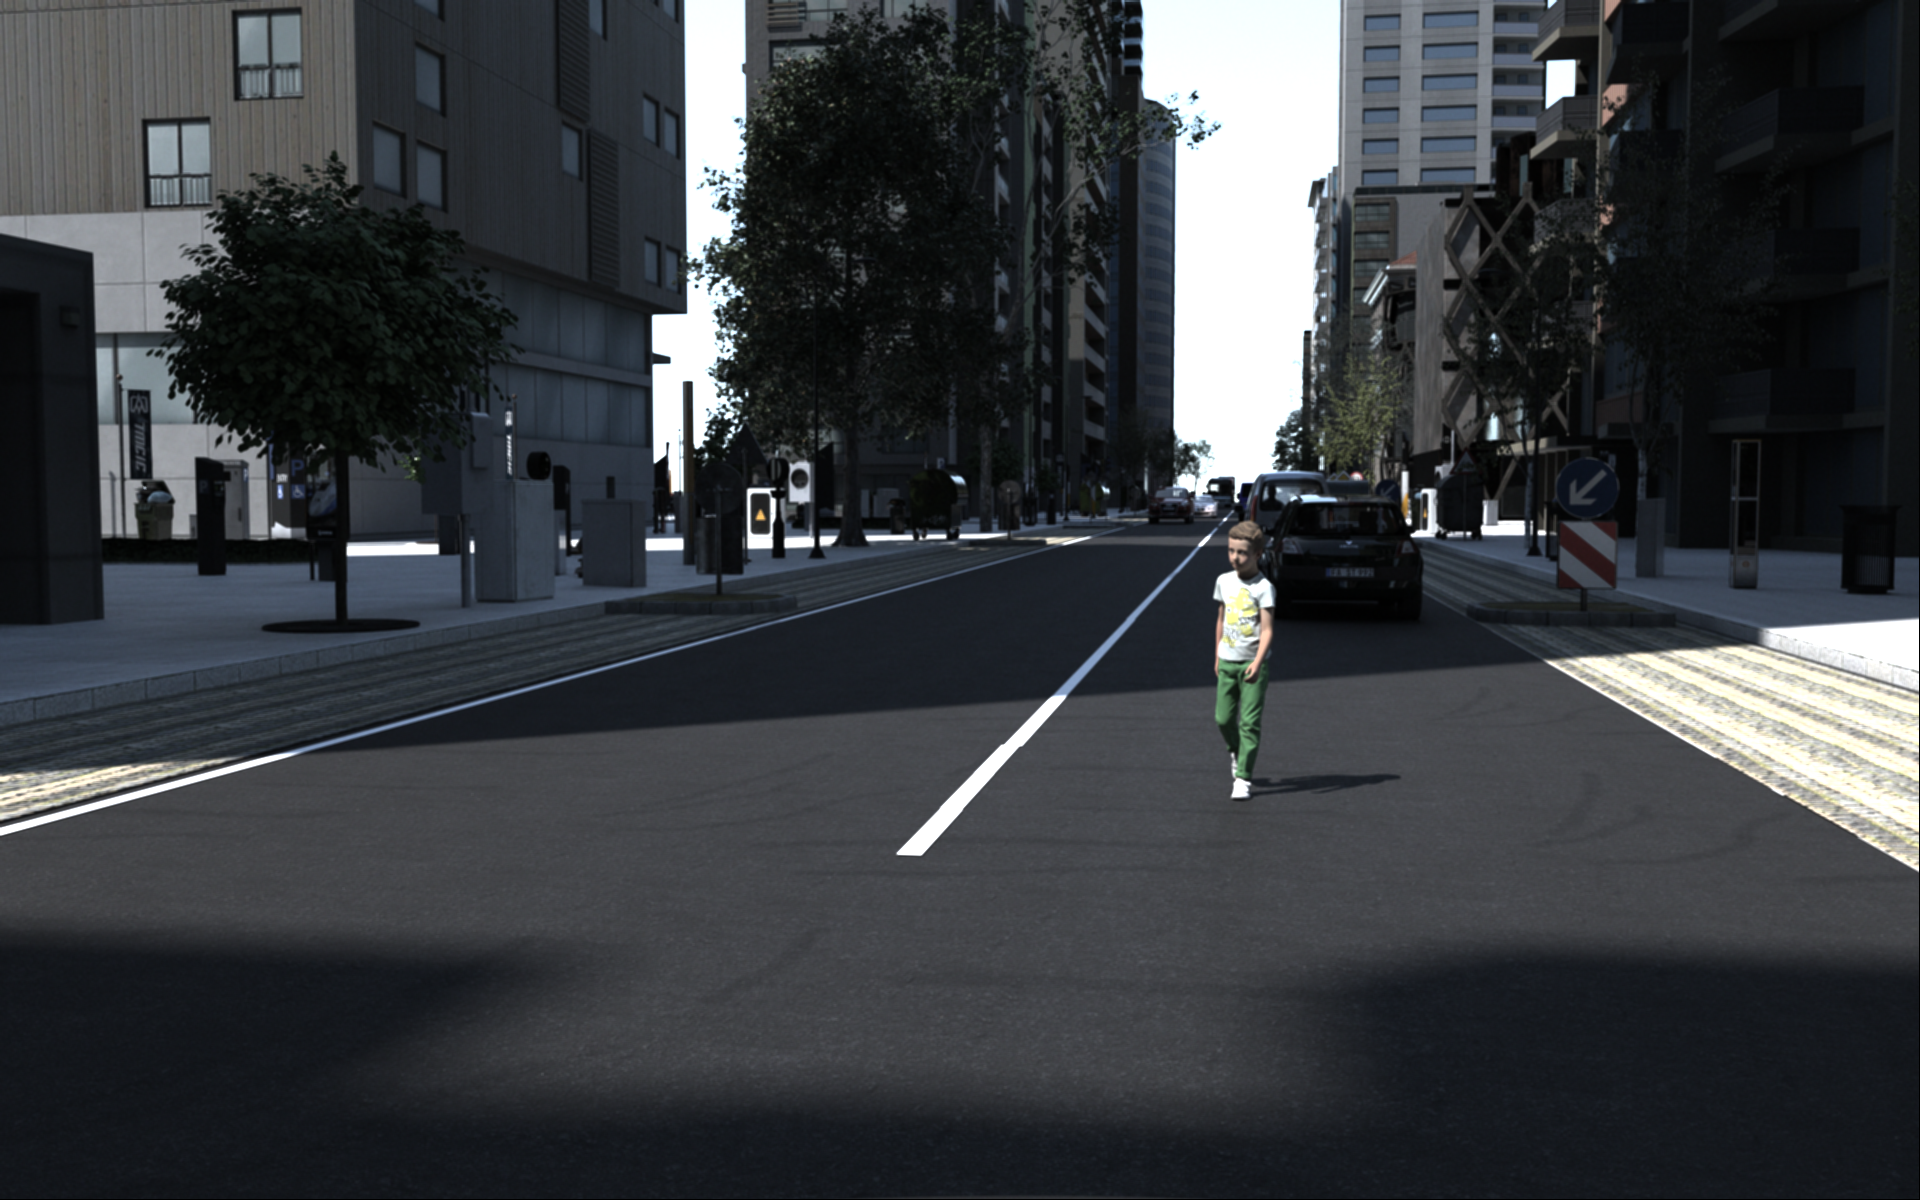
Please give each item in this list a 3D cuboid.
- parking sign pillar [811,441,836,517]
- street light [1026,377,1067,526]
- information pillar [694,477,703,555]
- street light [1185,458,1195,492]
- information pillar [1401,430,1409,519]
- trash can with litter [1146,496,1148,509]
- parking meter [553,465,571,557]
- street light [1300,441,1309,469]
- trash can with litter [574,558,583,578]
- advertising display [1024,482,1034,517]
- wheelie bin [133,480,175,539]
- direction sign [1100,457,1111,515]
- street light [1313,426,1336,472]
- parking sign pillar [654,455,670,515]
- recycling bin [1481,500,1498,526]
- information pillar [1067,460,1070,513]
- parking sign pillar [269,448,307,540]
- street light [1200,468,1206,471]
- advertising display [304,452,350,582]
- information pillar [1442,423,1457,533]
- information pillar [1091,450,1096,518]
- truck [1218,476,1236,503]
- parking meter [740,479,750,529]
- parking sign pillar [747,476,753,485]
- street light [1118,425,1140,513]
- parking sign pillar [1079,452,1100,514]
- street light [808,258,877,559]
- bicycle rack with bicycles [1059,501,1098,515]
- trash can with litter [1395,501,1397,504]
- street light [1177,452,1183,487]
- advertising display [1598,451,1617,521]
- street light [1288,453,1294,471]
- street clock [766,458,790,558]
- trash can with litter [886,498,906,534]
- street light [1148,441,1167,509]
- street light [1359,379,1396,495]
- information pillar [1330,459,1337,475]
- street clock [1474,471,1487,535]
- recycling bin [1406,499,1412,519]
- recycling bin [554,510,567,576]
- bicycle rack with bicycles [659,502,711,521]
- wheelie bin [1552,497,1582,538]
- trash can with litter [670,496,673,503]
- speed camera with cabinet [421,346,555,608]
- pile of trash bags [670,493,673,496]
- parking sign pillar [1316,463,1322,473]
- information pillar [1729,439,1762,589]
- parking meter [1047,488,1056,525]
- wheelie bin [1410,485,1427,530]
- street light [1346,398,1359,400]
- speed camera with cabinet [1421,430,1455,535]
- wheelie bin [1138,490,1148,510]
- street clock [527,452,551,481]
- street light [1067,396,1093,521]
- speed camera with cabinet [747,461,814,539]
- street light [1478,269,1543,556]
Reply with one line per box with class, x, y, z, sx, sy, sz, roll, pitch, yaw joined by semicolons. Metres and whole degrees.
parking sign pillar;-7.039;-6.092;88.070;1.447;3.967;1.447;0;4;8
street light;3.327;-5.886;68.776;1.470;5.913;1.316;1;4;9
information pillar;-5.654;-1.975;36.788;0.304;2.012;0.304;-2;4;-26
street light;31.552;-16.238;238.027;1.470;5.913;1.316;1;4;9
information pillar;16.260;-4.399;63.275;0.183;3.616;0.504;0;4;-6
trash can with litter;15.977;-8.392;148.602;0.624;1.170;1.055;0;4;-6
parking meter;-8.174;-1.826;35.568;0.255;1.863;0.399;0;4;7
street light;31.835;-11.381;158.616;1.470;5.913;1.316;1;4;9
trash can with litter;-5.496;-0.947;26.876;0.624;1.170;1.055;1;4;20
advertising display;3.843;-5.586;96.547;0.123;1.923;0.974;2;4;32
wheelie bin;-18.691;-1.976;40.209;0.980;1.594;0.693;1;4;18
direction sign;8.803;-6.911;104.993;0.379;3.537;0.876;-3;4;-39
street light;25.016;-8.897;118.002;1.470;5.913;1.316;1;4;9
parking sign pillar;-20.205;-7.836;116.594;1.447;3.967;1.447;1;4;18
recycling bin;21.031;-3.472;69.316;0.722;1.027;0.722;-2;4;-31
information pillar;7.290;-7.693;117.131;0.183;3.616;0.504;-1;4;-16
parking sign pillar;-16.548;-3.313;42.632;1.447;3.967;1.447;-3;5;-41
street light;37.514;-18.364;272.786;1.470;5.913;1.316;1;4;9
advertising display;-9.317;-1.241;25.505;0.974;1.923;0.123;3;4;38
information pillar;15.997;-3.997;56.701;0.504;3.616;0.183;0;4;6
information pillar;7.014;-6.110;91.261;0.183;3.616;0.504;-1;4;-17
truck;42.085;-17.401;273.411;2.839;4.237;11.283;1;4;11
parking meter;-7.828;-3.513;63.154;0.399;1.863;0.255;-1;4;-10
parking sign pillar;-14.138;-8.072;120.441;1.447;3.967;1.447;-1;4;-22
street light;11.374;-8.815;116.664;1.470;5.913;1.316;1;4;9
parking sign pillar;8.306;-7.454;110.338;1.447;3.967;1.447;1;4;9
street light;-2.316;-3.774;34.249;1.470;5.913;1.316;1;4;9
bicycle rack with bicycles;7.633;-5.776;107.815;2.925;0.926;2.852;0;4;-2
trash can with litter;23.281;-4.998;93.108;0.624;1.170;1.055;3;5;43
street light;23.641;-13.328;190.458;1.470;5.913;1.316;1;4;9
advertising display;9.833;-1.290;26.310;0.123;1.923;0.974;2;4;28
street light;37.747;-13.523;193.634;1.470;5.913;1.316;1;4;9
street clock;-3.636;-1.841;34.665;0.358;2.002;0.471;-3;5;-44
trash can with litter;-2.028;-2.688;55.343;0.624;1.170;1.055;0;4;1
street light;17.905;-11.221;156.006;1.470;5.913;1.316;1;4;9
street light;17.051;-5.977;70.259;1.470;5.913;1.316;1;4;9
information pillar;25.185;-7.680;116.923;0.504;3.616;0.183;3;5;44
street clock;15.983;-2.987;53.407;0.471;2.002;0.358;2;4;26
recycling bin;23.754;-4.773;90.591;0.722;1.027;0.722;2;4;28
recycling bin;-6.677;-0.915;27.518;0.722;1.027;0.722;0;4;-3
bicycle rack with bicycles;-12.993;-4.331;84.193;2.925;0.926;2.852;3;5;44
wheelie bin;14.407;-2.007;40.726;0.980;1.594;0.693;2;4;25
trash can with litter;-20.183;-7.128;127.601;2.233;1.210;1.678;2;4;34
speed camera with cabinet;-5.527;-1.591;20.350;0.660;3.252;2.038;1;4;16
pile of trash bags;-24.311;-7.809;137.435;3.447;1.369;1.912;-2;4;-30
parking sign pillar;30.829;-9.812;148.903;1.447;3.967;1.447;1;4;11
information pillar;10.638;-1.161;23.475;0.304;2.012;0.304;1;4;12
parking meter;3.808;-3.901;72.186;0.372;1.533;0.369;0;3;0
wheelie bin;16.324;-3.266;61.311;0.693;1.594;0.980;-1;4;-8
street light;19.288;-6.791;83.573;1.470;5.913;1.316;1;4;9
speed camera with cabinet;15.106;-3.683;54.548;0.660;3.252;2.038;0;4;-2
wheelie bin;14.561;-7.973;138.269;0.980;1.594;0.693;0;4;-3
street clock;-7.223;-1.540;29.755;0.358;2.002;0.471;1;4;13
street light;5.582;-6.691;81.943;1.470;5.913;1.316;1;4;9
speed camera with cabinet;-5.101;-3.385;49.686;2.038;3.252;0.660;1;4;22
street light;11.379;-3.870;35.821;1.470;5.913;1.316;1;4;9
